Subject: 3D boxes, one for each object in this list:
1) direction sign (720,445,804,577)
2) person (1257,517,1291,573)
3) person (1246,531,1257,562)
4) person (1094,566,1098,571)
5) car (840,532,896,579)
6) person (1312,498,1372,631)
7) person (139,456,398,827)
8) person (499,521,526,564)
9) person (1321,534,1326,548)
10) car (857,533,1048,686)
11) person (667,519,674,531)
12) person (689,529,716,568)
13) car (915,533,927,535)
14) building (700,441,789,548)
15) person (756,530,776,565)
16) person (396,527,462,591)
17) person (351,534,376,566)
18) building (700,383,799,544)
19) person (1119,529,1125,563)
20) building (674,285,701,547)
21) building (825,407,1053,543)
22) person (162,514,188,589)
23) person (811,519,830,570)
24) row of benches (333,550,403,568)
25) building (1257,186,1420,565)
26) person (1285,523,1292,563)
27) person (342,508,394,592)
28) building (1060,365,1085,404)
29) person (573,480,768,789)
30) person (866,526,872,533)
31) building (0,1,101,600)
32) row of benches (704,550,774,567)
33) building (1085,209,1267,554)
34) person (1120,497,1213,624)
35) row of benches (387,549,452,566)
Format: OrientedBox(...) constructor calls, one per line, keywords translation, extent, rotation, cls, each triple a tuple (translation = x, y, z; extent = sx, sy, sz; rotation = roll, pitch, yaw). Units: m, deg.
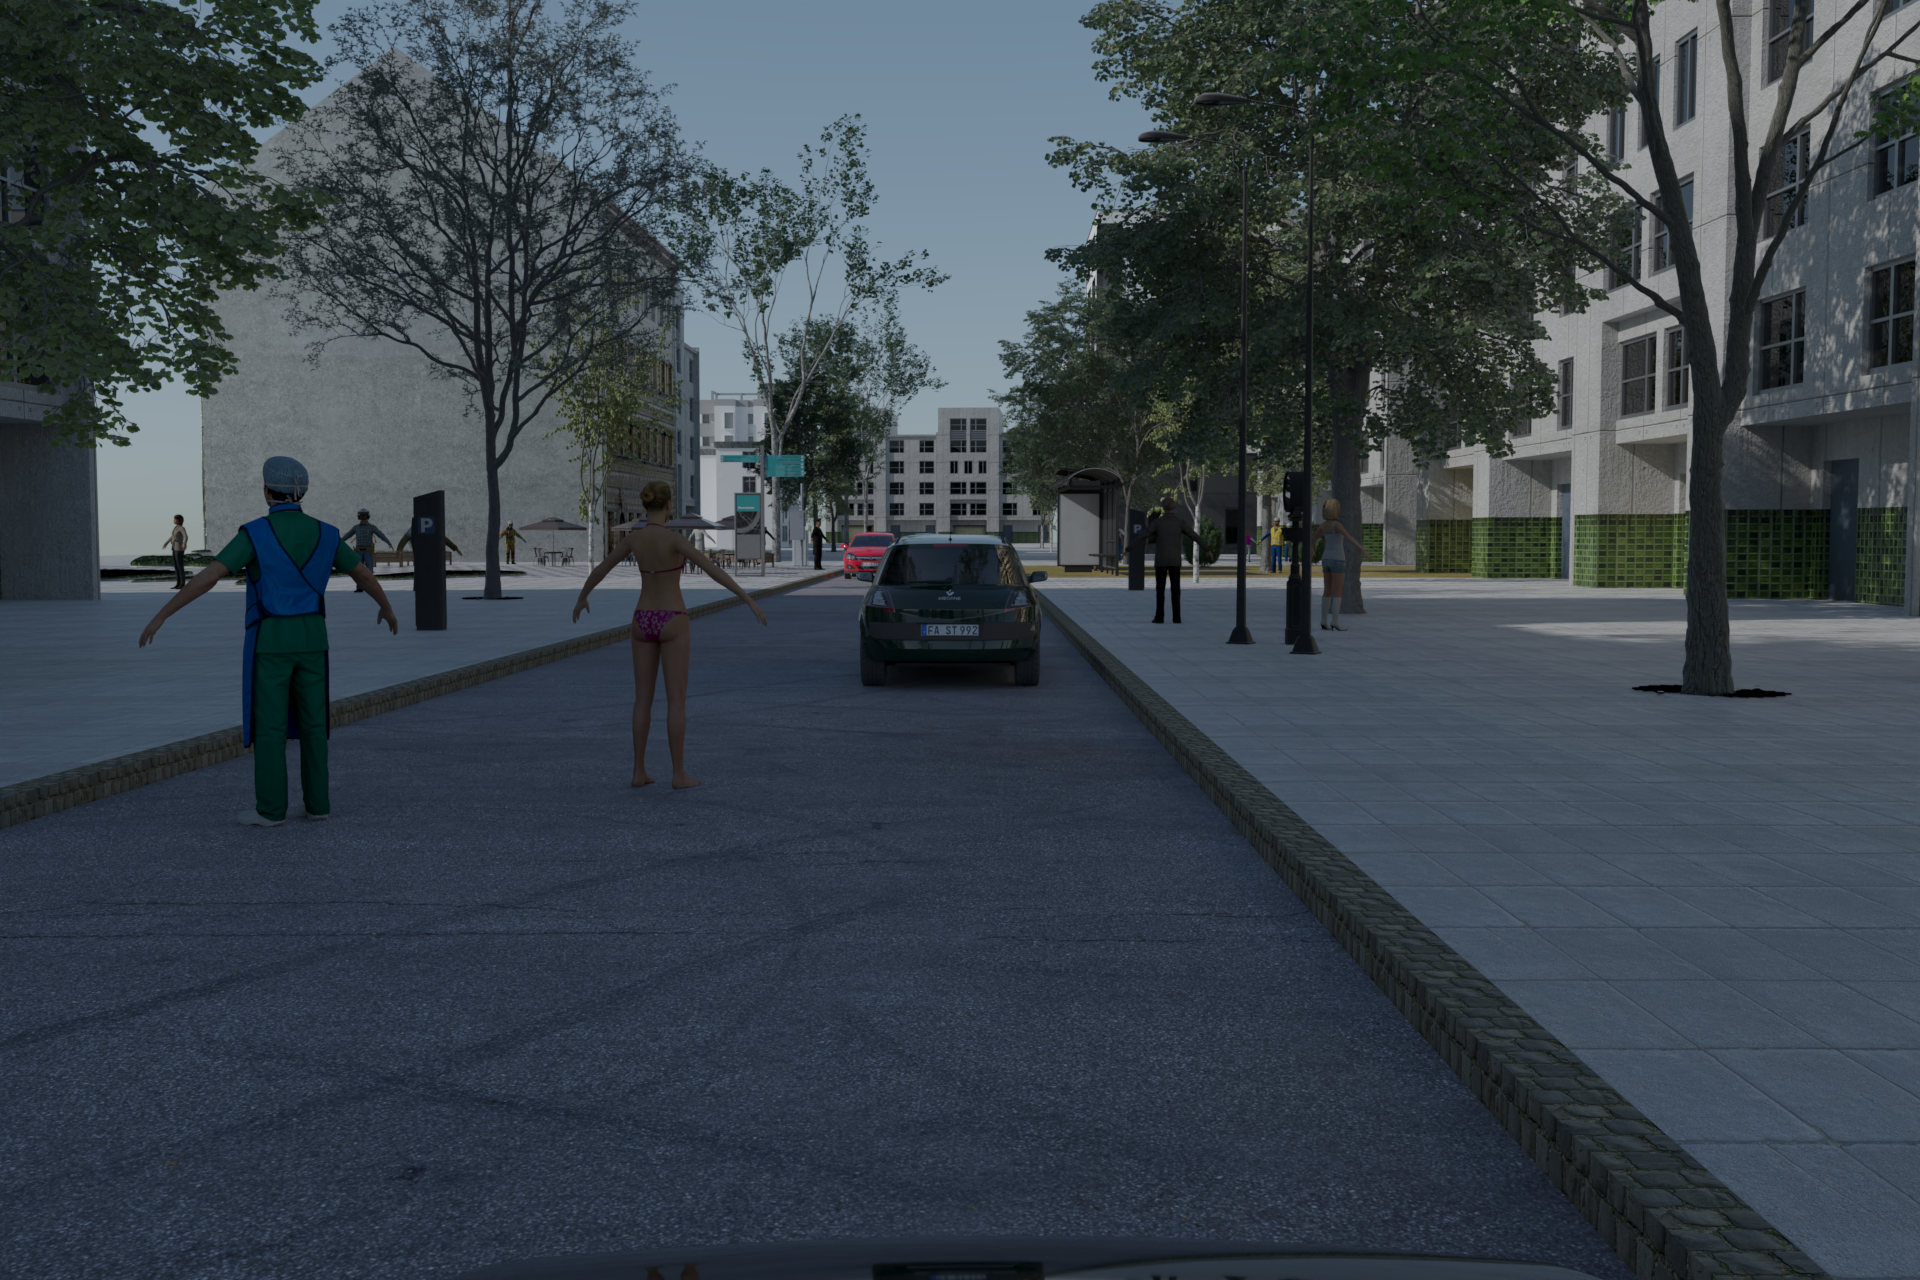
OrientedBox(translation=(-5.922, -3.912, 52.722), extent=(2.525, 3.948, 1.411), rotation=(0, 4, 2), cls="direction sign")
OrientedBox(translation=(10.362, -3.104, 56.715), extent=(1.349, 1.833, 0.705), rotation=(3, 5, 41), cls="person")
OrientedBox(translation=(13.080, -4.238, 78.555), extent=(0.991, 1.433, 0.599), rotation=(3, 4, 38), cls="person")
OrientedBox(translation=(4.590, -3.300, 60.228), extent=(1.348, 1.796, 0.705), rotation=(1, 4, 14), cls="person")
OrientedBox(translation=(-2.803, -2.903, 56.497), extent=(2.155, 1.783, 4.494), rotation=(0, 3, 0), cls="car")
OrientedBox(translation=(5.021, -1.005, 23.038), extent=(0.721, 1.753, 1.214), rotation=(-2, 4, -28), cls="person")
OrientedBox(translation=(-3.357, -0.001, 8.600), extent=(0.704, 1.817, 1.347), rotation=(3, 5, 40), cls="person")
OrientedBox(translation=(-19.013, -4.128, 73.268), extent=(1.354, 1.858, 0.705), rotation=(-3, 5, -41), cls="person")
OrientedBox(translation=(16.777, -4.457, 79.007), extent=(0.704, 1.812, 1.346), rotation=(-2, 4, -27), cls="person")
OrientedBox(translation=(-0.083, -0.486, 17.735), extent=(2.009, 1.686, 4.222), rotation=(0, 4, 0), cls="car")
OrientedBox(translation=(-10.008, -3.278, 59.817), extent=(0.704, 1.802, 1.346), rotation=(2, 4, 29), cls="person")
OrientedBox(translation=(-9.810, -3.629, 65.522), extent=(1.347, 1.806, 0.705), rotation=(2, 4, 33), cls="person")
OrientedBox(translation=(-2.249, -6.185, 109.915), extent=(1.959, 1.807, 4.718), rotation=(0, 4, 0), cls="car")
OrientedBox(translation=(-21.312, -13.987, 170.840), extent=(9.099, 9.664, 28.070), rotation=(0, 4, 1), cls="building")
OrientedBox(translation=(-8.307, -4.049, 72.382), extent=(1.347, 1.806, 0.705), rotation=(1, 4, 13), cls="person")
OrientedBox(translation=(-8.584, -1.297, 27.984), extent=(0.721, 1.736, 1.217), rotation=(3, 4, 38), cls="person")
OrientedBox(translation=(-24.017, -3.899, 69.887), extent=(1.345, 1.843, 0.704), rotation=(2, 4, 26), cls="person")
OrientedBox(translation=(-26.451, -22.074, 217.333), extent=(16.016, 20.090, 11.380), rotation=(0, 4, 0), cls="building")
OrientedBox(translation=(6.988, -4.354, 77.040), extent=(1.347, 1.847, 0.705), rotation=(0, 4, 4), cls="person")
OrientedBox(translation=(-28.311, -15.331, 117.118), extent=(16.747, 18.905, 31.486), rotation=(0, 3, 0), cls="building")
OrientedBox(translation=(-2.491, -23.220, 248.556), extent=(31.486, 18.905, 16.747), rotation=(0, 4, 4), cls="building")
OrientedBox(translation=(-18.233, -2.048, 40.245), extent=(1.215, 1.744, 0.721), rotation=(3, 5, 43), cls="person")
OrientedBox(translation=(-5.049, -3.429, 61.998), extent=(0.705, 1.837, 1.347), rotation=(2, 4, 23), cls="person")
OrientedBox(translation=(-23.503, -3.143, 66.851), extent=(4.104, 0.672, 1.422), rotation=(-1, 4, -12), cls="row of benches")
OrientedBox(translation=(25.931, -13.457, 86.484), extent=(16.747, 18.905, 31.486), rotation=(0, 4, 0), cls="building")
OrientedBox(translation=(14.791, -4.354, 77.648), extent=(1.216, 1.772, 0.721), rotation=(-1, 4, -22), cls="person")
OrientedBox(translation=(-13.077, -1.967, 38.007), extent=(1.345, 1.849, 0.704), rotation=(0, 4, -1), cls="person")
OrientedBox(translation=(26.126, -22.614, 213.716), extent=(27.936, 21.610, 32.646), rotation=(0, 4, 0), cls="building")
OrientedBox(translation=(-1.673, -0.037, 9.859), extent=(1.217, 1.733, 0.721), rotation=(1, 4, 17), cls="person")
OrientedBox(translation=(-3.230, -3.319, 63.442), extent=(0.721, 1.740, 1.216), rotation=(-2, 4, -30), cls="person")
OrientedBox(translation=(-25.328, -9.257, 17.809), extent=(16.747, 18.905, 31.486), rotation=(0, 4, 0), cls="building")
OrientedBox(translation=(-8.851, -3.189, 67.609), extent=(4.104, 0.672, 1.422), rotation=(3, 4, 37), cls="row of benches")
OrientedBox(translation=(22.833, -17.207, 125.303), extent=(27.936, 21.610, 32.646), rotation=(0, 4, 1), cls="building")
OrientedBox(translation=(2.984, -1.143, 24.868), extent=(1.348, 1.807, 0.705), rotation=(0, 4, -2), cls="person")
OrientedBox(translation=(-22.086, -3.399, 71.039), extent=(1.422, 0.672, 4.104), rotation=(1, 4, 13), cls="row of benches")
